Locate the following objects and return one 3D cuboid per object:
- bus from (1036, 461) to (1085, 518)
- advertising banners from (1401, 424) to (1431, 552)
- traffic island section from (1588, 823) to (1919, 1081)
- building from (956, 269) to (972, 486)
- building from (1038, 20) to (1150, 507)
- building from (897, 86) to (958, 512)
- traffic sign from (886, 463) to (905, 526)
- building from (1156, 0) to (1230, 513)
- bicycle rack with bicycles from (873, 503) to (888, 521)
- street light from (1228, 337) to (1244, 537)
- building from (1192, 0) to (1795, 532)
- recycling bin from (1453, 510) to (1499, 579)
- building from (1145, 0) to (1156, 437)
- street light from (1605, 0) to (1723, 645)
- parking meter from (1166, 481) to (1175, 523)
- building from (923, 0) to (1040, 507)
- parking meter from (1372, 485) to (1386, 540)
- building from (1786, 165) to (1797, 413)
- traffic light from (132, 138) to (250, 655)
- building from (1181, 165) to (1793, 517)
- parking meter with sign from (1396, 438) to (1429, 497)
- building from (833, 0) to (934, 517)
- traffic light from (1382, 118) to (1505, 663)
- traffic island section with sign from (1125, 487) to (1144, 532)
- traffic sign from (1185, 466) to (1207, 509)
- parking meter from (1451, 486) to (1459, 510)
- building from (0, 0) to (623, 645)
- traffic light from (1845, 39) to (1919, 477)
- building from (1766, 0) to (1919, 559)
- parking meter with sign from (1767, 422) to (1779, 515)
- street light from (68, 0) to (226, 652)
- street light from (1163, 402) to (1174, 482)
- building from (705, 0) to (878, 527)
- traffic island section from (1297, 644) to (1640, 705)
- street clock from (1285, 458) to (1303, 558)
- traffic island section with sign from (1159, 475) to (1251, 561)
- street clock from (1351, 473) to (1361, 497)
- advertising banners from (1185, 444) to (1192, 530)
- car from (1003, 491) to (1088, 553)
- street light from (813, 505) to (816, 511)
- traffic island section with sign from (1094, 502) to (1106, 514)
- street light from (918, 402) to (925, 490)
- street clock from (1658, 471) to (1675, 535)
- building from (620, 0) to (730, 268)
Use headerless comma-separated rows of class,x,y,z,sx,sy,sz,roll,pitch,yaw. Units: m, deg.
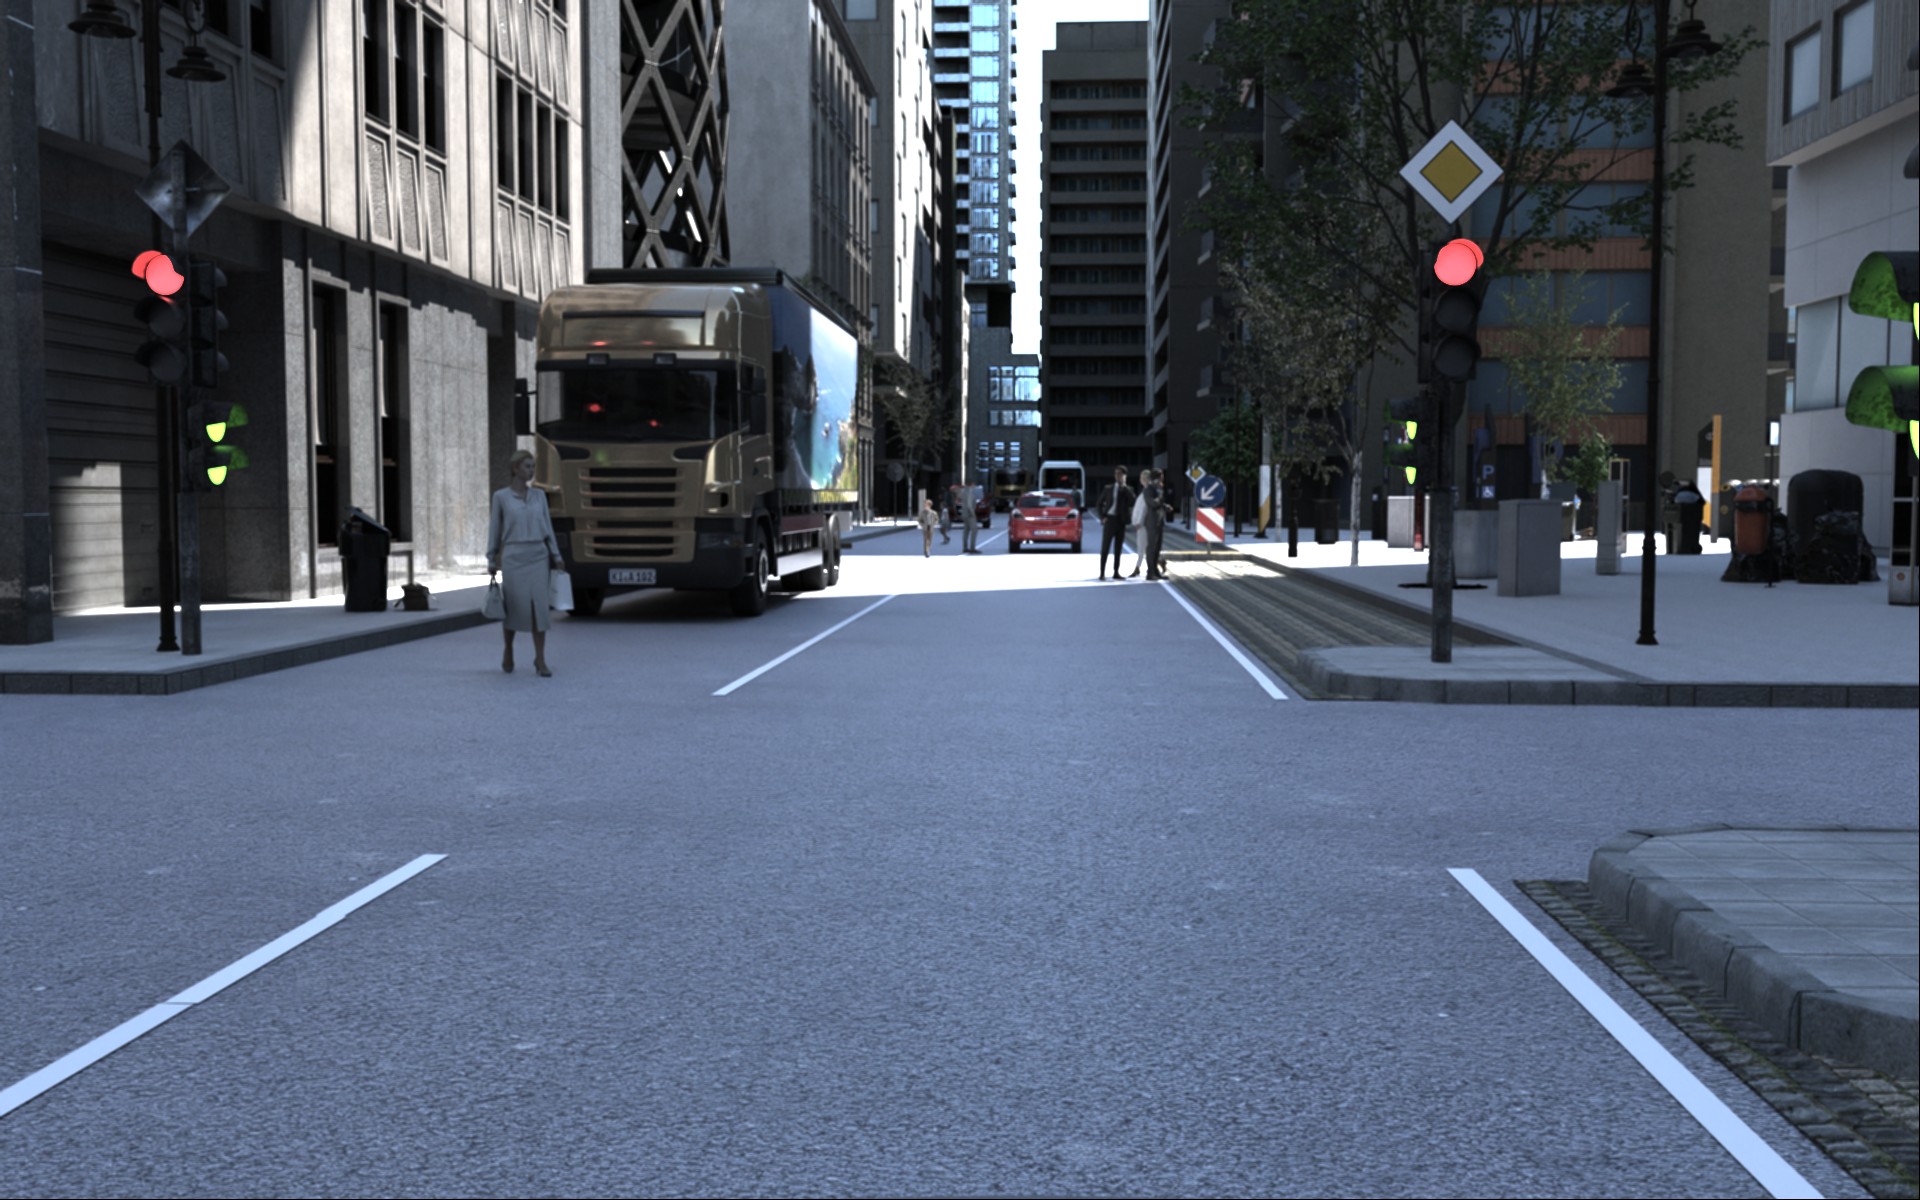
bus,6.004,-6.666,103.842,2.948,3.499,13.247,0,4,2
advertising banners,10.307,-2.604,38.769,0.090,3.025,2.074,-1,4,-10
traffic island section,3.191,1.040,5.271,2.009,0.180,2.903,0,4,4
building,-14.162,-18.721,151.120,28.899,21.520,27.650,0,4,4
building,19.186,-34.131,181.739,21.600,48.544,21.300,0,4,4
building,-7.673,-21.523,123.601,14.160,30.474,14.107,0,4,4
traffic sign,-2.630,-4.300,70.417,0.768,2.556,0.104,0,4,4
building,25.089,-30.564,123.418,21.300,48.544,21.600,0,4,4
bicycle rack with bicycles,-4.993,-4.168,81.536,2.852,0.926,2.925,-2,4,-28
street light,8.184,-4.792,51.133,0.468,5.910,1.993,0,4,4
building,21.553,-25.532,72.068,22.147,44.769,28.867,0,4,4
recycling bin,7.746,-0.850,26.457,0.722,1.027,0.722,3,5,44
building,29.930,-34.146,147.532,28.713,52.752,27.495,0,4,4
street light,5.867,-2.558,14.614,0.468,5.910,1.993,0,4,4
parking meter,9.491,-4.430,78.148,0.399,1.863,0.255,0,4,4
building,-6.999,-53.245,183.223,31.000,86.520,22.319,0,4,4
parking meter,11.800,-2.470,48.800,0.372,1.533,0.369,0,3,0
building,75.125,-34.248,179.559,30.456,49.044,23.786,0,4,4
traffic light,-6.131,-1.518,13.737,0.839,4.253,0.868,0,4,4
building,29.556,-24.969,100.129,32.217,40.220,23.993,0,4,4
parking meter with sign,14.281,-3.525,53.896,1.738,3.016,0.543,-3,5,-42
building,-15.926,-31.401,102.643,28.713,52.752,27.495,0,4,4
traffic light,3.662,-1.481,13.129,0.839,4.253,0.868,0,4,4
traffic island section with sign,7.040,-3.463,65.251,1.989,1.847,2.006,0,4,4
traffic sign,8.571,-3.778,62.963,0.795,2.450,0.064,1,4,10
parking meter,15.516,-2.822,54.547,0.372,1.533,0.369,0,3,0
building,-13.275,-12.612,24.232,12.078,24.808,19.932,0,4,4
traffic light,3.152,-0.993,5.160,0.839,4.253,0.868,0,4,4
building,30.156,-26.570,23.666,27.495,52.752,28.713,0,4,4
parking meter with sign,20.379,-2.777,41.669,1.738,3.016,0.543,3,5,44
street light,-6.482,-2.521,14.004,0.468,5.910,1.993,0,4,4
street light,10.504,-7.008,87.371,0.468,5.910,1.993,0,4,4
building,-8.998,-13.307,66.718,9.793,20.994,18.267,0,4,4
traffic island section,3.701,0.553,13.240,2.009,0.180,2.903,0,4,4
street clock,6.737,-1.861,35.000,0.358,2.002,0.471,1,4,17
traffic island section with sign,5.279,-1.784,37.789,1.989,1.847,2.006,0,4,4
street clock,12.693,-3.119,55.566,0.358,2.002,0.471,2,4,25
advertising banners,8.150,-4.004,61.650,0.090,3.025,2.074,0,4,3
car,2.151,-2.110,43.535,2.155,1.783,4.494,0,4,3
street light,-4.267,-4.770,50.782,0.468,5.910,1.993,0,4,4
traffic island section with sign,11.973,-8.170,142.210,1.989,1.847,2.006,0,4,4
street light,-1.929,-7.009,87.377,0.468,5.910,1.993,0,4,4
street clock,22.178,-3.048,54.413,0.471,2.002,0.358,1,4,12
building,-14.507,-10.750,43.210,16.820,18.784,16.811,0,4,4
